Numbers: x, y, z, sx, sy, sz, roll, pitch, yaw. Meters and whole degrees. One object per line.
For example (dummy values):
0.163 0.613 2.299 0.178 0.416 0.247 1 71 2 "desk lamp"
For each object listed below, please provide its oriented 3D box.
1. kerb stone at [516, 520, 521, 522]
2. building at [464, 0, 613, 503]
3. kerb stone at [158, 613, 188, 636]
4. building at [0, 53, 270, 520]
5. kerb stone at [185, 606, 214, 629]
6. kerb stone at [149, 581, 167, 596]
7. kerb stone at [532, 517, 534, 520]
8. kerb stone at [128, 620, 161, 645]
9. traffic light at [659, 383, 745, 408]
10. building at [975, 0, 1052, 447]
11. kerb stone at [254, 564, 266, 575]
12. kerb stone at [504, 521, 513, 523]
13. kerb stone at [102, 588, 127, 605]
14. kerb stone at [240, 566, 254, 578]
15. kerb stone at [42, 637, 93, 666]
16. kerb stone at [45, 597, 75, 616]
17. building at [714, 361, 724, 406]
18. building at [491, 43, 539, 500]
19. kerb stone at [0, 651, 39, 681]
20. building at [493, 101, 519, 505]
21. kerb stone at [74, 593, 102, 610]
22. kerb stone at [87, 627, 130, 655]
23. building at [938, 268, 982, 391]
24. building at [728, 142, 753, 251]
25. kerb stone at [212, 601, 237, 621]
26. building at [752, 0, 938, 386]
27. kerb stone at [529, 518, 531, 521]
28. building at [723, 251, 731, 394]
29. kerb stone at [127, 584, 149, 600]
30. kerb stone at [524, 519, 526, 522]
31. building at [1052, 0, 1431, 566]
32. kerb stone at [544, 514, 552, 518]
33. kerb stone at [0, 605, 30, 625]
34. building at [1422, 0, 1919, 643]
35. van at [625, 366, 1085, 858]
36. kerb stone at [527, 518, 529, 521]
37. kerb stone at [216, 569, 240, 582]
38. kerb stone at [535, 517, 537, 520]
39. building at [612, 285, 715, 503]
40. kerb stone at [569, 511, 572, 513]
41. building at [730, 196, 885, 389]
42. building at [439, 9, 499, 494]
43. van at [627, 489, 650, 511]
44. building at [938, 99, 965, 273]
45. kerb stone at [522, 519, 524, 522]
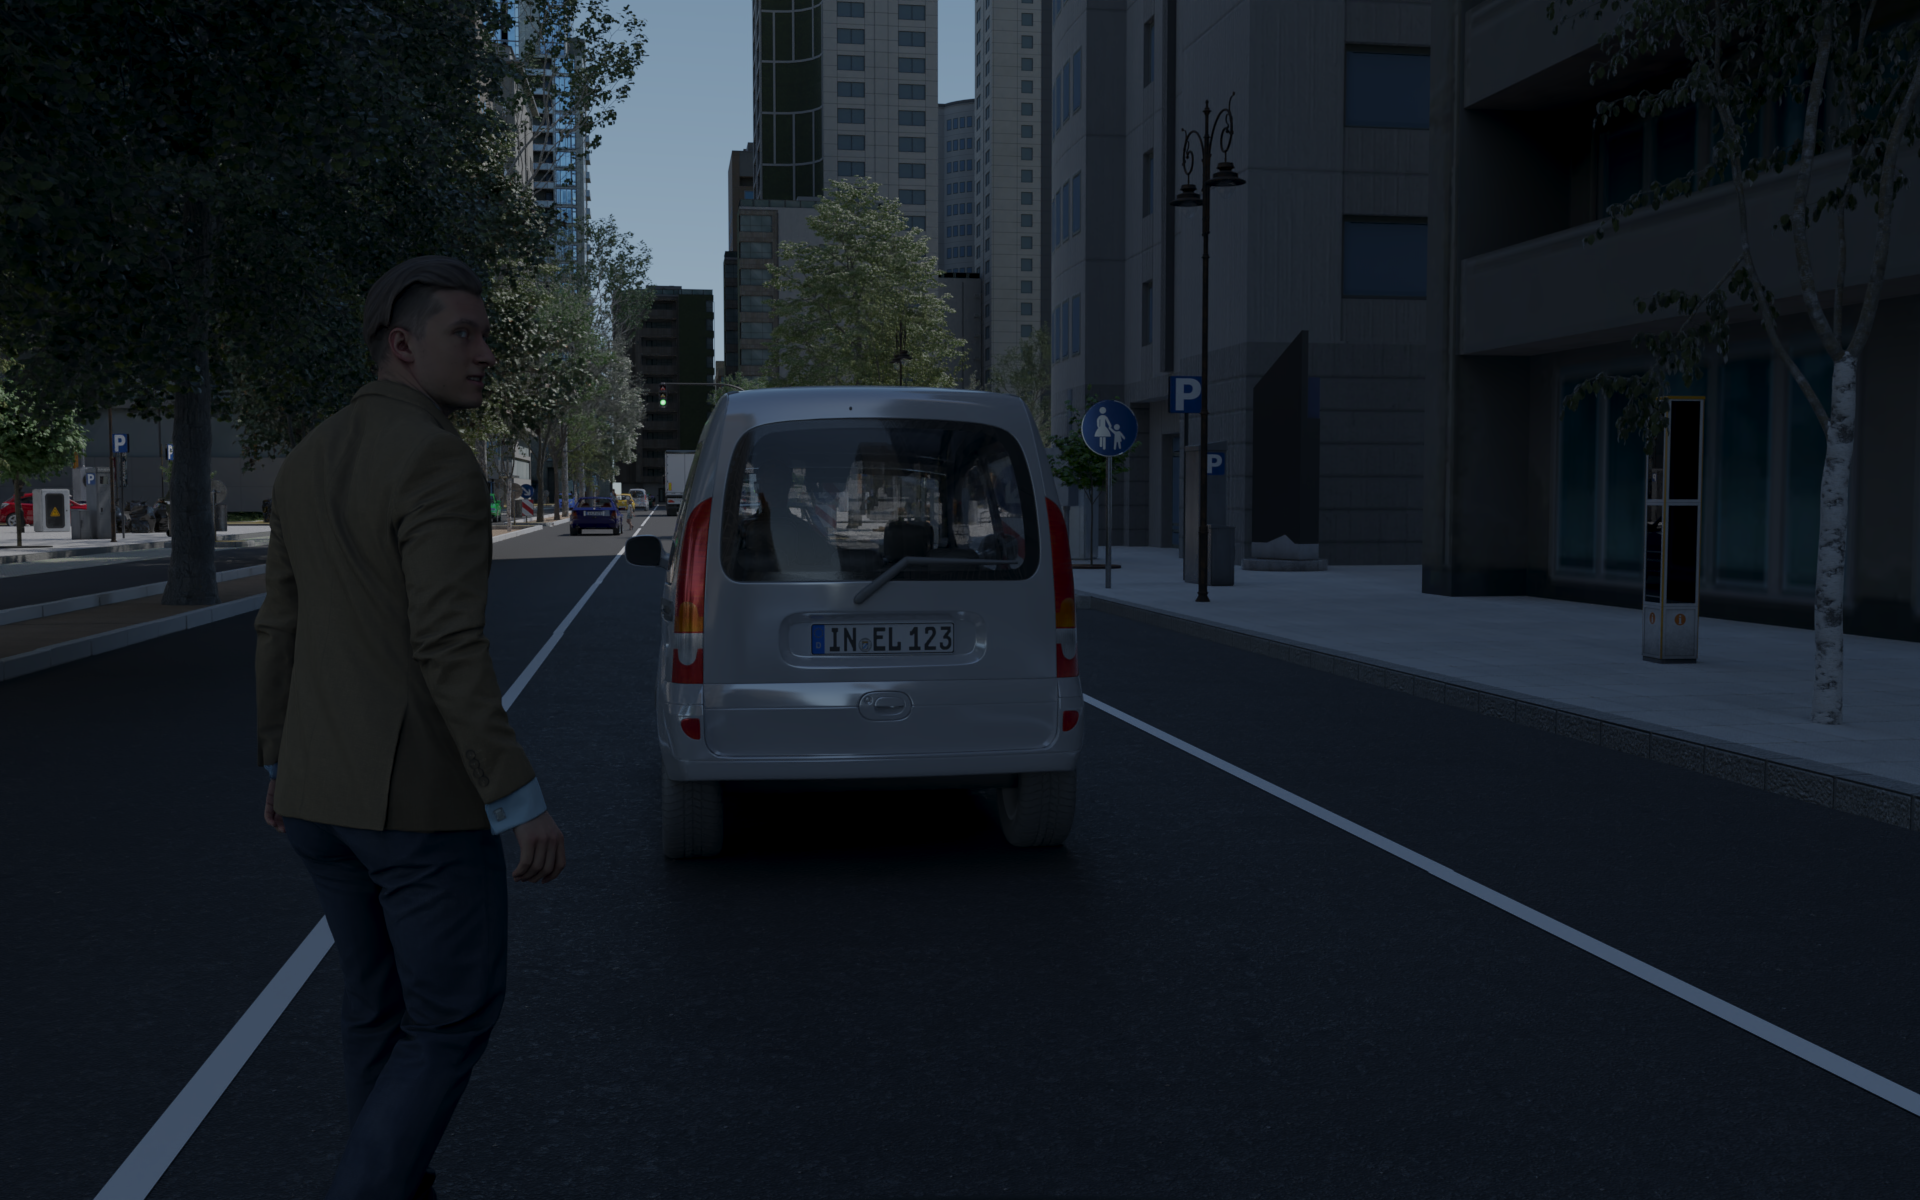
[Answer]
-21.480 -3.765 83.759 0.120 0.150 1.000 -1 4 -10 "kerb stone"
-64.876 -56.830 241.846 31.000 86.520 22.319 -1 4 -10 "building"
-8.187 0.270 17.865 0.120 0.150 1.000 -1 4 -10 "kerb stone"
-46.122 -30.987 95.876 28.713 52.752 27.495 -1 4 -10 "building"
-8.349 0.203 18.874 0.120 0.150 1.000 -1 4 -10 "kerb stone"
-11.462 -0.147 24.604 0.120 0.150 1.000 -1 4 -10 "kerb stone"
-22.847 -4.259 91.854 0.120 0.150 1.000 -1 4 -10 "kerb stone"
-8.013 0.326 16.857 0.120 0.150 1.000 -1 4 -10 "kerb stone"
-9.914 -5.897 71.089 4.771 5.953 1.251 -1 4 -10 "traffic light"
12.276 -48.095 224.598 20.611 71.187 20.563 -1 4 -10 "building"
-12.491 -0.519 30.689 0.120 0.150 1.000 -1 4 -10 "kerb stone"
-20.788 -3.518 79.713 0.120 0.150 1.000 -1 4 -10 "kerb stone"
-11.110 -0.023 22.582 0.120 0.150 1.000 -1 4 -10 "kerb stone"
-12.316 -0.457 29.674 0.120 0.150 1.000 -1 4 -10 "kerb stone"
-7.671 0.451 14.826 0.120 0.150 1.000 -1 4 -10 "kerb stone"
-10.770 0.104 20.567 0.120 0.150 1.000 -1 4 -10 "kerb stone"
-21.212 -25.027 254.226 28.899 21.520 27.650 -1 4 -10 "building"
-65.171 -37.805 207.347 27.495 52.752 28.713 -1 4 -10 "building"
-7.498 0.521 13.817 0.120 0.150 1.000 -1 4 -10 "kerb stone"
-58.512 -34.145 177.873 23.786 49.044 30.456 -1 4 -10 "building"
-10.947 0.038 21.573 0.120 0.150 1.000 -1 4 -10 "kerb stone"
-7.840 0.388 15.849 0.120 0.150 1.000 -1 4 -10 "kerb stone"
-5.215 -27.735 225.168 14.107 30.474 14.160 -1 4 -10 "building"
-22.304 -34.942 221.414 14.600 45.320 14.200 -1 4 -10 "building"
-8.519 0.142 19.881 0.120 0.150 1.000 -1 4 -10 "kerb stone"
-14.062 -45.952 189.568 20.563 71.187 20.611 -1 4 -10 "building"
-22.504 -4.137 89.835 0.120 0.150 1.000 -1 4 -10 "kerb stone"
-21.287 -26.666 207.685 14.160 30.474 14.107 -1 4 -10 "building"
-11.290 -0.083 23.595 0.120 0.150 1.000 -1 4 -10 "kerb stone"
-21.989 -3.951 86.793 0.120 0.150 1.000 -1 4 -10 "kerb stone"
13.063 -30.736 44.530 21.231 58.520 28.212 -1 4 -10 "building"
-25.254 -5.126 106.013 0.120 0.150 1.000 -1 4 -10 "kerb stone"
-10.606 0.162 19.556 0.120 0.150 1.000 -1 4 -10 "kerb stone"
18.233 -23.773 12.395 21.300 48.544 21.600 -1 4 -10 "building"
-0.596 -0.078 8.280 2.013 2.044 4.112 -1 4 -9 "van"
-22.330 -4.075 88.823 0.120 0.150 1.000 -1 4 -10 "kerb stone"
-12.142 -0.395 28.657 0.120 0.150 1.000 -1 4 -10 "kerb stone"
-23.189 -4.383 93.875 0.120 0.150 1.000 -1 4 -10 "kerb stone"
-41.566 -28.829 243.050 14.107 30.474 14.160 -1 4 -10 "building"
-30.047 -6.858 134.318 0.120 0.150 1.000 -1 4 -10 "kerb stone"
-15.107 -24.516 172.536 14.160 30.474 14.107 -1 4 -10 "building"
-49.793 -30.972 156.496 14.600 45.320 14.200 -1 4 -10 "building"
-27.088 -8.479 145.650 2.013 2.044 4.112 0 4 -8 "van"
8.854 -43.557 254.150 28.212 58.520 21.231 -1 4 -10 "building"
-21.821 -3.889 85.784 0.120 0.150 1.000 -1 4 -10 "kerb stone"
